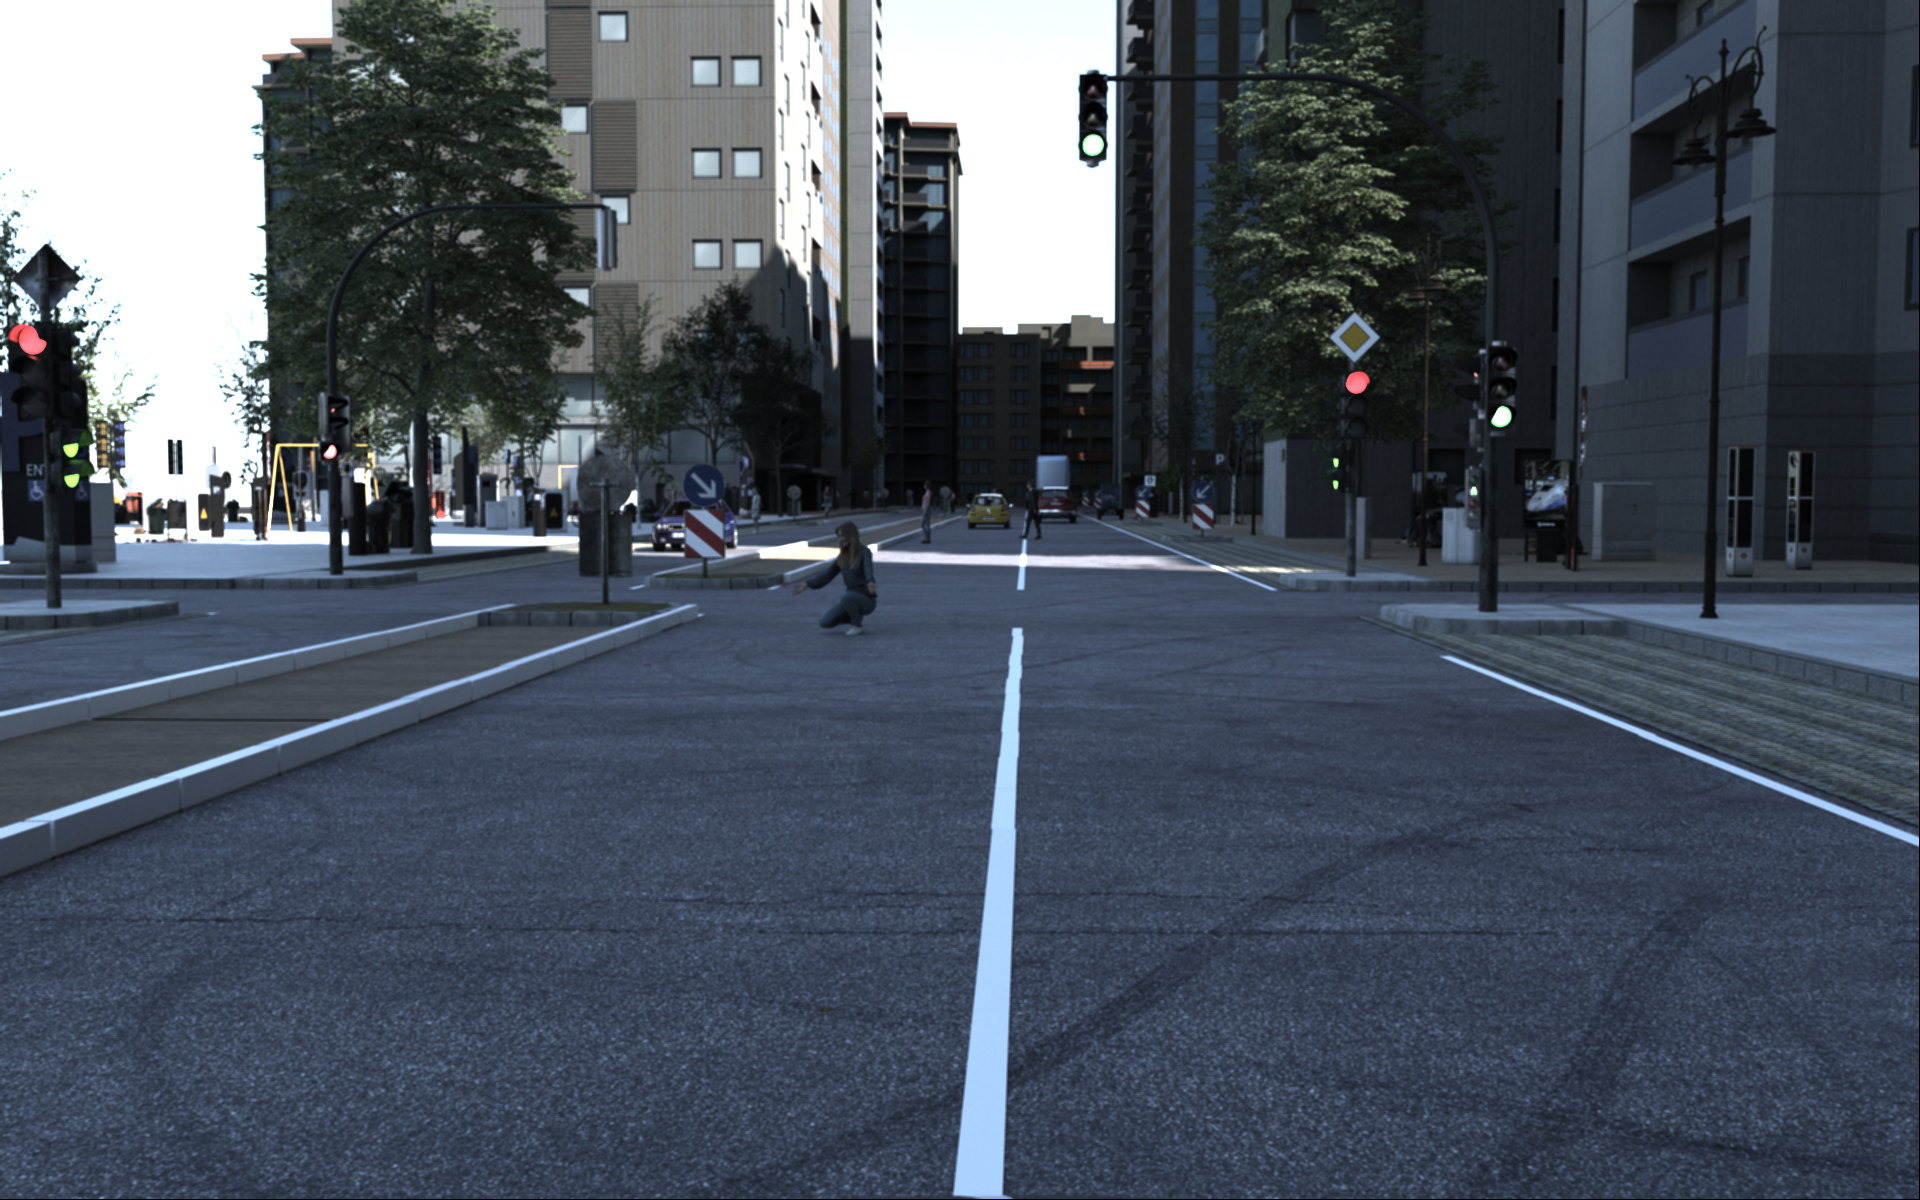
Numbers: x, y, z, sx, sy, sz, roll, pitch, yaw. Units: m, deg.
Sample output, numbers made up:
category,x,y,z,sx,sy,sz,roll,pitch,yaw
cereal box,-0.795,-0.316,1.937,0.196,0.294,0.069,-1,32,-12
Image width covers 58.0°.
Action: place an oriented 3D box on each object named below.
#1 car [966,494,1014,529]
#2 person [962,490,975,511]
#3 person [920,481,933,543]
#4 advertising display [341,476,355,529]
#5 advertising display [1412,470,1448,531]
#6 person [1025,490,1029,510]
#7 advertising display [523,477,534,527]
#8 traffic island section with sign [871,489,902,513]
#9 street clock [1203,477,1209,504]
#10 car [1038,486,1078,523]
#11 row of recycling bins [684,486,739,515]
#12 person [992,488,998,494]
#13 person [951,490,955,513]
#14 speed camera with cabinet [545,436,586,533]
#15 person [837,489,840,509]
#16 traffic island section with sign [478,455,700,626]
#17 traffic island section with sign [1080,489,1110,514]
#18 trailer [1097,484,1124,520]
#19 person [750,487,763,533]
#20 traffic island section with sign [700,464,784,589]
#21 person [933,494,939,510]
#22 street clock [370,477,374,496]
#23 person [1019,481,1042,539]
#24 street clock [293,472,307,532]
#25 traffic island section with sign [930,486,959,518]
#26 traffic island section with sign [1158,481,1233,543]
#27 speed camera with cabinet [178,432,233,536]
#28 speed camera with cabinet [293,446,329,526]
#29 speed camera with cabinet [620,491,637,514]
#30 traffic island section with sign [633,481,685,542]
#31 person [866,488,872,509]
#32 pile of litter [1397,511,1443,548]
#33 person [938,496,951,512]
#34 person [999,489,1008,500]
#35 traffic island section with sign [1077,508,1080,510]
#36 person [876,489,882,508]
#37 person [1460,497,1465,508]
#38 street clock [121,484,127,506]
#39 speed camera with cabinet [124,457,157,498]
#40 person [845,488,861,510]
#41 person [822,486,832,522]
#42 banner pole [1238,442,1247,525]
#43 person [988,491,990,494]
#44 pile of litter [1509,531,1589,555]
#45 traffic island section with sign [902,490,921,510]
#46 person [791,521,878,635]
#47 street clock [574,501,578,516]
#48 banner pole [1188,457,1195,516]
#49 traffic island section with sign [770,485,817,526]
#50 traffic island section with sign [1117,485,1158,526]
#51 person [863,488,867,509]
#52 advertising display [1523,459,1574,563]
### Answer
category,x,y,z,sx,sy,sz,roll,pitch,yaw
car,1.241,-3.814,72.588,2.015,1.641,3.980,0,4,3
person,0.831,-8.500,147.483,1.348,1.822,0.705,0,4,-7
person,-0.971,-2.566,50.464,0.388,1.821,0.555,-1,4,-8
advertising display,-22.356,-3.535,63.009,0.123,1.923,0.974,2,4,26
advertising display,12.650,-2.532,46.617,0.974,1.923,0.123,-1,4,-13
person,5.932,-8.715,150.977,0.705,1.826,1.348,-2,4,-24
advertising display,-16.725,-3.791,67.200,0.123,1.923,0.974,0,4,4
traffic island section with sign,-5.592,-7.380,129.298,1.989,1.847,2.006,0,4,2
street clock,10.423,-4.213,73.458,0.358,2.002,0.471,0,4,0
car,4.771,-4.753,86.390,2.281,1.827,5.304,0,4,3
row of recycling bins,-13.410,-5.302,93.802,3.534,1.692,1.069,-3,4,-37
person,1.870,-5.099,92.415,0.519,1.759,0.362,-1,4,-12
person,-0.583,-7.361,129.793,0.436,1.711,0.756,1,4,9
speed camera with cabinet,-13.253,-3.897,58.055,2.038,3.252,0.660,-3,5,-41
person,-10.349,-8.569,147.086,0.436,1.711,0.756,1,4,16
traffic island section with sign,-4.160,-0.699,19.564,2.006,1.907,1.989,0,4,2
traffic island section with sign,10.106,-7.337,128.590,1.989,1.847,2.006,0,4,2
trailer,8.397,-5.505,97.062,1.471,1.999,3.904,0,4,3
person,-7.446,-3.288,63.257,0.522,1.701,0.512,-2,4,-35
traffic island section with sign,-3.859,-1.152,26.965,2.006,1.907,1.989,0,4,2
person,-2.198,-8.600,152.337,0.599,1.433,0.991,-3,4,-36
street clock,-24.704,-4.197,73.185,0.358,2.002,0.471,2,4,34
person,2.233,-2.848,54.850,0.755,1.850,0.659,2,4,27
street clock,-22.028,-3.260,57.878,0.358,2.002,0.471,1,4,9
traffic island section with sign,-0.914,-5.744,102.046,2.006,1.907,1.989,0,4,2
traffic island section with sign,7.079,-2.639,51.781,1.989,1.847,2.006,0,4,2
speed camera with cabinet,-23.566,-3.657,54.120,0.660,3.252,2.038,1,4,10
speed camera with cabinet,-25.636,-4.596,69.488,2.038,3.252,0.660,0,4,3
speed camera with cabinet,-17.542,-5.805,89.246,2.038,3.252,0.660,0,4,-8
traffic island section with sign,-8.641,-2.660,52.120,1.989,1.847,2.006,0,4,2
person,-7.929,-8.741,148.959,0.705,1.824,1.348,-2,4,-30
pile of litter,11.408,-1.687,41.540,1.176,0.858,1.719,0,4,-4
person,-1.203,-7.835,137.394,1.217,1.735,0.721,1,4,17
person,3.644,-8.804,152.069,1.348,1.869,0.705,-3,4,-38
traffic island section with sign,11.186,-9.021,156.119,1.989,1.847,2.006,0,4,2
person,-7.432,-9.288,158.848,0.436,1.711,0.756,-3,5,-44
person,10.530,-1.553,36.107,0.362,1.253,0.373,0,4,-8
street clock,-46.516,-5.629,96.599,0.358,2.002,0.471,2,4,35
speed camera with cabinet,-43.745,-5.999,92.427,0.660,3.252,2.038,1,4,9
person,-8.856,-8.436,143.996,1.348,1.821,0.705,-1,4,-20
person,-6.796,-4.909,88.729,0.573,1.828,0.580,-2,4,-23
banner pole,11.969,-5.081,73.086,0.401,3.779,0.863,1,4,19
person,2.776,-9.811,169.616,1.217,1.736,0.721,-2,4,-33
pile of litter,12.495,-1.396,36.783,1.719,0.858,1.176,1,4,12
traffic island section with sign,-4.525,-9.049,156.572,1.989,1.847,2.006,0,4,2
person,-1.114,-0.222,17.629,1.012,1.151,0.738,3,5,45
street clock,-21.986,-5.784,99.143,0.471,2.002,0.358,-1,4,-21
banner pole,13.655,-6.820,101.523,0.401,3.779,0.863,-1,4,-10
traffic island section with sign,-7.575,-4.315,79.174,1.989,1.847,2.006,0,4,2
traffic island section with sign,8.144,-4.287,78.716,1.989,1.847,2.006,0,4,2
person,-8.114,-8.643,147.431,0.705,1.814,1.350,0,4,-5
advertising display,11.048,-1.673,32.562,0.123,1.923,0.974,-3,5,-40
